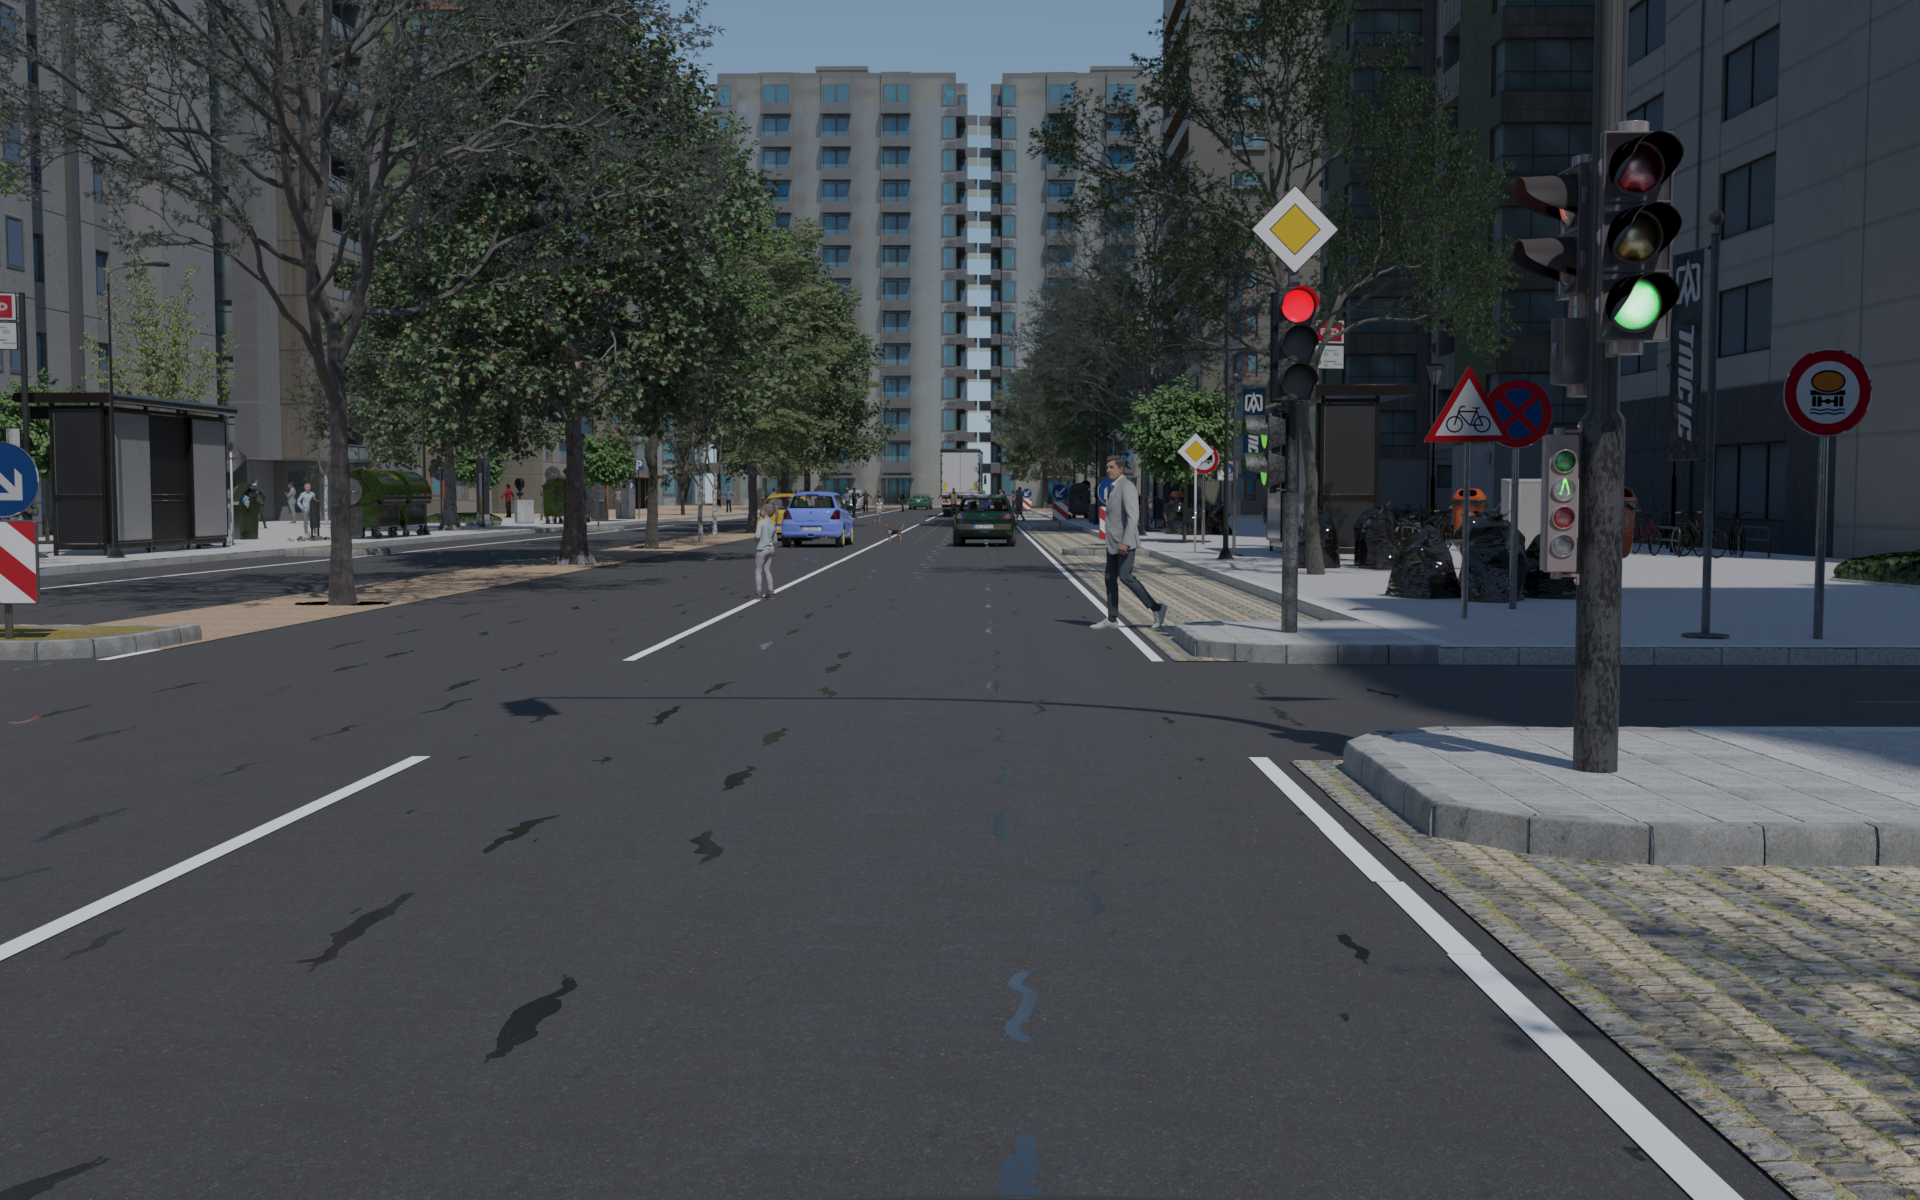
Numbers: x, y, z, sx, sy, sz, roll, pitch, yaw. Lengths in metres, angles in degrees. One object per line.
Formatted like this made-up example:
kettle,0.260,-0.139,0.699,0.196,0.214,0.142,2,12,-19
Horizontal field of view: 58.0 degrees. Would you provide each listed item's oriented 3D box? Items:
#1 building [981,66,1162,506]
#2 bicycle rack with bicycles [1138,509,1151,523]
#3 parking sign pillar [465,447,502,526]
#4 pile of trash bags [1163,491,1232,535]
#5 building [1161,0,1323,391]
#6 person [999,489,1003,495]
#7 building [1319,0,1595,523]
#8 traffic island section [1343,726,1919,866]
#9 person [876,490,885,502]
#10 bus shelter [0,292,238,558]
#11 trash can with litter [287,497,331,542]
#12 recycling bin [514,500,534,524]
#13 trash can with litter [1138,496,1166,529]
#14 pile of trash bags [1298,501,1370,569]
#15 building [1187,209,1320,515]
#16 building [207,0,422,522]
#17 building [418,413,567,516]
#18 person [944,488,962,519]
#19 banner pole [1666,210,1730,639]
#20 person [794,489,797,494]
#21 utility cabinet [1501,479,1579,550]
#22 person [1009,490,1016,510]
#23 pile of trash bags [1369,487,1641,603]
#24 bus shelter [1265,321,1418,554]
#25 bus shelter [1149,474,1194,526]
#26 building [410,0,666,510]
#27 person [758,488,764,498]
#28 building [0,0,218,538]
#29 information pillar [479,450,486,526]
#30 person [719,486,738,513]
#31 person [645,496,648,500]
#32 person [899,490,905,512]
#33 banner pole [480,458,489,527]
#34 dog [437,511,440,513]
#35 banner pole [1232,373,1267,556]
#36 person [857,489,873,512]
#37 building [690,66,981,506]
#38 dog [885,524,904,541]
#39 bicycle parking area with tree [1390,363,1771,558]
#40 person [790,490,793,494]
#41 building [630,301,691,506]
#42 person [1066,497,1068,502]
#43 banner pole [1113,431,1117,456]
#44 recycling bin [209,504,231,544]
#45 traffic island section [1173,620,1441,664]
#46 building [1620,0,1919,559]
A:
building,17.395,-35.294,196.659,30.456,49.044,23.786,0,4,1
bicycle rack with bicycles,8.368,-3.983,78.512,2.925,0.926,2.852,-1,4,-13
parking sign pillar,-19.446,-5.019,70.537,1.447,3.967,1.447,-1,4,-20
pile of trash bags,7.410,-2.798,55.506,1.912,1.369,3.447,-1,4,-13
building,28.561,-31.853,144.501,21.300,48.544,21.600,0,4,1
person,3.145,-7.744,135.095,0.705,1.826,1.348,-2,4,-29
building,24.409,-19.080,83.664,14.160,30.474,14.107,0,4,1
traffic island section,2.967,0.869,8.074,2.009,0.180,2.903,0,4,1
person,-6.014,-7.403,130.254,0.721,1.735,1.217,2,4,29
bus shelter,-18.413,-3.638,37.117,2.179,5.291,8.768,0,4,1
trash can with litter,-18.026,-2.243,47.733,1.678,1.210,2.233,0,4,-1
recycling bin,-19.050,-3.863,75.715,0.722,1.027,0.722,-2,4,-25
trash can with litter,6.985,-3.201,63.392,2.233,1.210,1.678,-3,5,-40
pile of trash bags,7.379,-1.240,30.034,3.447,1.369,1.912,2,4,26
building,31.188,-16.787,119.513,27.650,21.520,28.899,0,4,1
building,-35.668,-24.491,84.018,14.154,41.232,14.086,0,4,1
building,-41.301,-16.045,107.382,27.650,21.520,28.899,0,4,1
person,-0.348,-5.673,101.345,1.348,1.812,0.705,-2,4,-25
banner pole,6.624,-1.565,15.608,0.401,3.779,0.863,-1,4,-11
person,-15.167,-9.446,161.285,0.742,1.727,0.445,-3,5,-40
utility cabinet,8.484,-1.009,25.183,1.173,1.500,0.318,0,4,-6
person,4.292,-7.826,137.161,0.721,1.736,1.217,3,5,41
pile of trash bags,7.163,-0.734,21.746,3.447,1.369,1.912,-2,4,-27
bus shelter,7.735,-3.653,37.360,2.179,5.291,8.768,0,4,1
bus shelter,8.804,-5.732,71.345,2.179,5.291,8.768,0,4,1
building,-41.117,-30.026,145.549,28.867,44.769,22.147,0,4,1
person,-18.413,-9.279,157.719,1.348,1.831,0.705,1,4,16
building,-37.695,-30.927,47.660,21.231,58.520,28.212,0,4,1
information pillar,-18.901,-4.714,68.426,0.183,3.616,0.504,-2,4,-26
person,-16.090,-6.996,120.411,1.348,1.826,0.705,1,4,10
person,-19.833,-6.453,111.551,0.705,1.824,1.348,2,4,24
person,-4.699,-7.957,139.423,0.721,1.723,1.217,1,4,17
banner pole,-18.398,-4.708,67.000,0.401,3.779,0.863,0,4,1
dog,-26.684,-4.297,87.992,0.748,0.427,0.550,1,4,23
banner pole,5.939,-2.812,35.993,0.863,3.779,0.401,0,4,-2
person,-7.365,-7.728,134.989,1.348,1.807,0.705,1,4,15
building,-13.219,-35.300,196.765,30.456,49.044,23.786,0,4,1
dog,-2.003,-2.058,52.932,0.406,0.507,0.540,2,4,26
bicycle parking area with tree,12.981,-3.111,37.873,8.231,4.147,9.016,1,4,17
person,-13.491,-7.953,139.259,1.217,1.735,0.721,1,4,11
building,-43.674,-35.319,197.081,30.456,49.044,23.786,0,4,1
person,10.712,-9.997,171.947,1.348,1.824,0.705,0,4,-2
banner pole,6.126,-4.822,68.851,0.401,3.779,0.863,0,4,-2
recycling bin,-19.368,-1.975,44.841,0.722,1.027,0.722,3,5,45
traffic island section,3.075,0.381,16.058,2.009,0.180,2.903,0,4,1
building,27.739,-36.549,35.822,20.611,71.187,20.563,0,4,1
